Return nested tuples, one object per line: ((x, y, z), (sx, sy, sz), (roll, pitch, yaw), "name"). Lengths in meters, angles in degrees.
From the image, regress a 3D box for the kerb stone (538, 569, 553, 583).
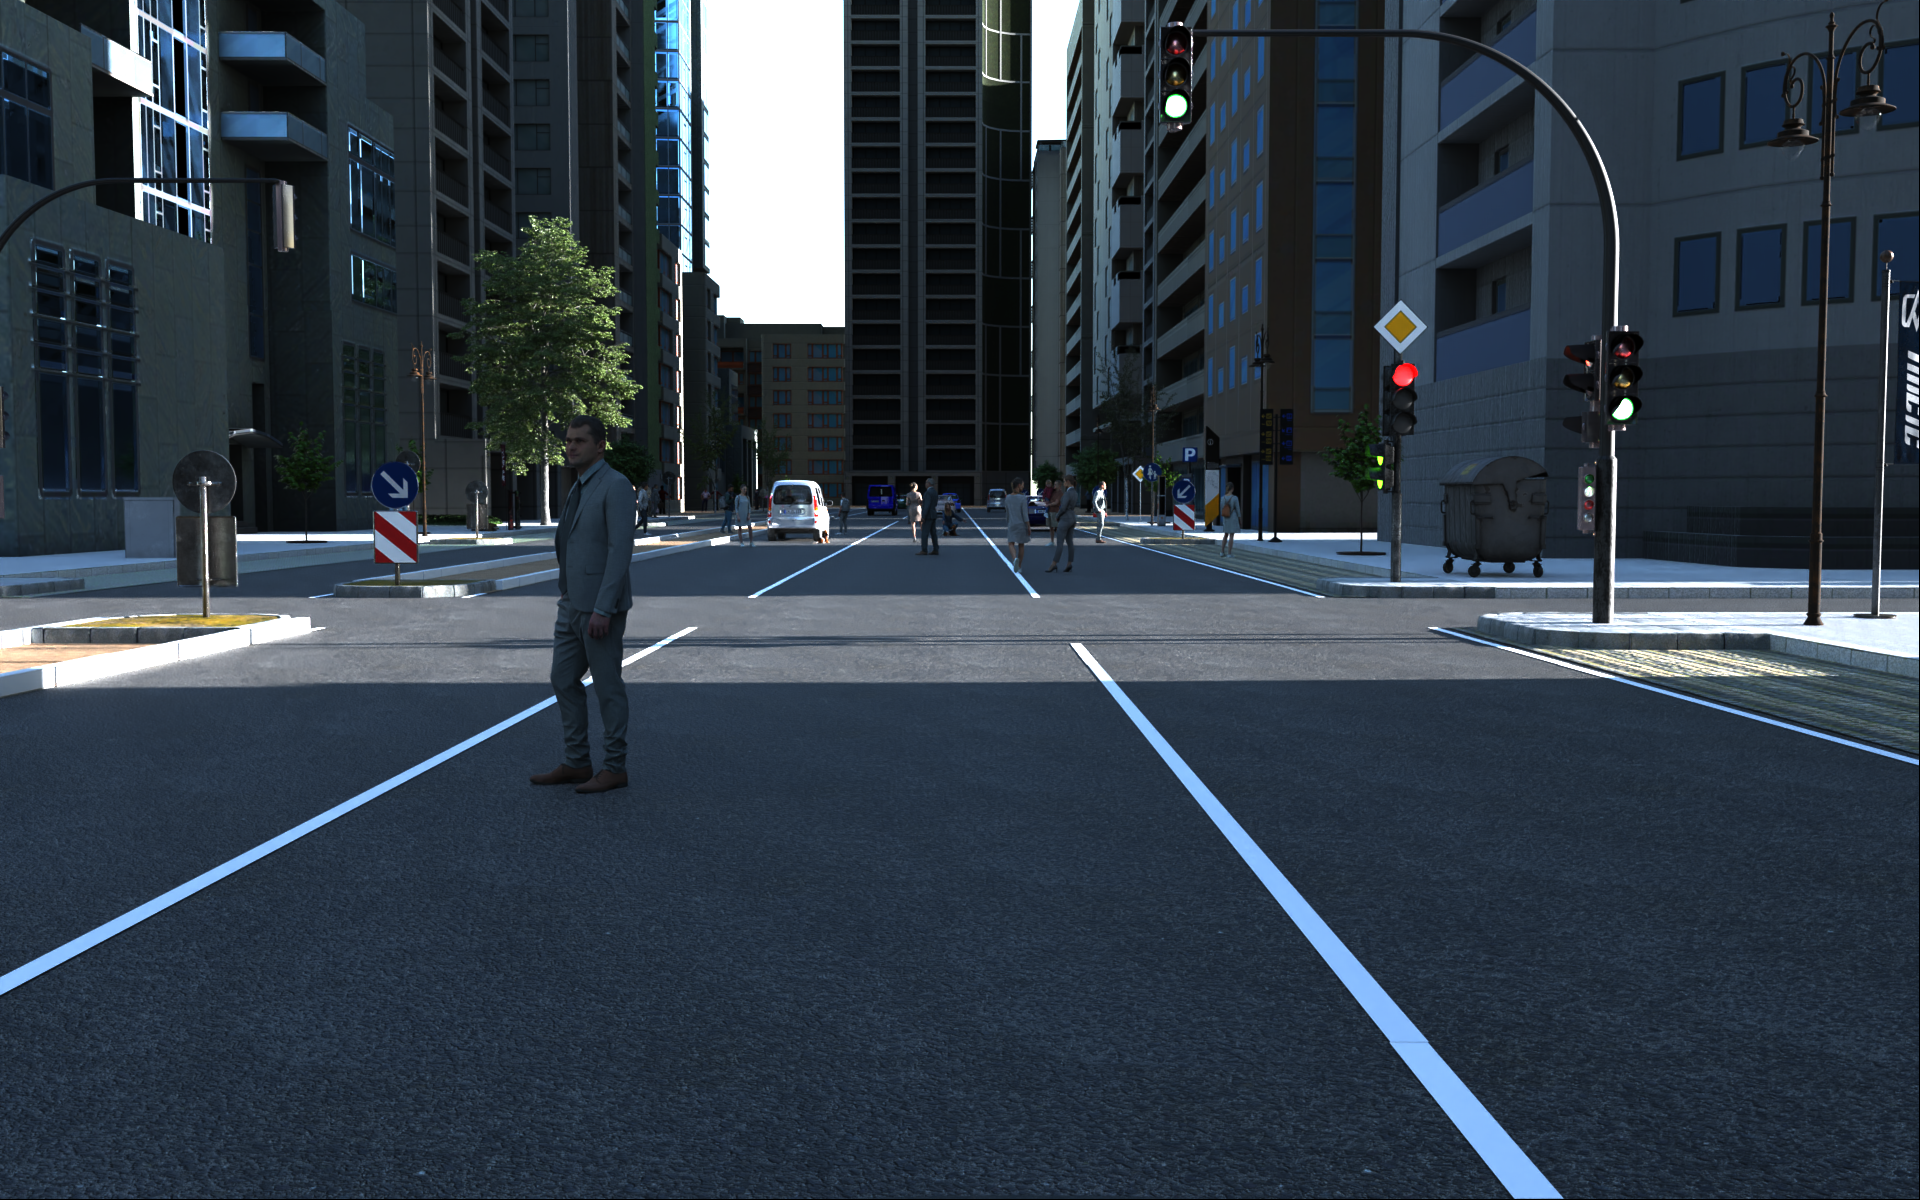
((-6.871, -0.373, 28.288), (0.120, 0.150, 1.000), (0, 4, 0), "kerb stone")

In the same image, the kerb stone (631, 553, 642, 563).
((-6.916, -0.876, 36.521), (0.120, 0.150, 1.000), (0, 4, 0), "kerb stone")

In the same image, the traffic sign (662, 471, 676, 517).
((-16.303, -5.927, 97.006), (0.768, 2.556, 0.104), (0, 4, 6), "traffic sign")

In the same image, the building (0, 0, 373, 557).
((-30.448, -44.980, 48.092), (22.319, 86.520, 31.000), (0, 4, 0), "building")

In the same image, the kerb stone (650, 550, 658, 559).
((-6.926, -0.996, 38.585), (0.120, 0.150, 1.000), (0, 4, 0), "kerb stone")

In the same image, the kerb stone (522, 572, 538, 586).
((-6.863, -0.307, 27.259), (0.120, 0.150, 1.000), (0, 4, 0), "kerb stone")

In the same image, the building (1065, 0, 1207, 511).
((21.219, -32.909, 161.768), (21.300, 48.544, 21.600), (0, 4, 0), "building")

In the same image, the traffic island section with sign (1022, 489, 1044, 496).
((5.801, -7.271, 127.512), (1.989, 1.847, 2.006), (0, 4, 0), "traffic island section with sign")

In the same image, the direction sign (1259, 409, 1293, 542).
((8.414, -3.310, 46.115), (0.876, 3.537, 0.379), (0, 4, 3), "direction sign")

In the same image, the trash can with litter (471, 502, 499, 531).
((-16.421, -2.961, 59.796), (1.055, 1.170, 0.624), (1, 4, 14), "trash can with litter")

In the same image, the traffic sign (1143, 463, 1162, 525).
((7.845, -4.318, 70.704), (0.768, 2.556, 0.104), (0, 4, 7), "traffic sign")

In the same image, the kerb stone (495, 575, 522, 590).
((-6.863, -0.245, 26.237), (0.120, 0.150, 1.000), (0, 4, 0), "kerb stone")

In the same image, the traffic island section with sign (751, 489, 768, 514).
((-14.391, -7.234, 126.911), (1.989, 1.847, 2.006), (0, 4, 0), "traffic island section with sign")

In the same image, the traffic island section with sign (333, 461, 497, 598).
((-7.889, -1.022, 24.842), (2.006, 1.907, 1.989), (0, 4, 0), "traffic island section with sign")

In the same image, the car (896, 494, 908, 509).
((-4.993, -8.331, 148.002), (2.131, 1.459, 4.920), (0, 4, 0), "car")

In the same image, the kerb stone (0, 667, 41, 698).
((-6.796, 0.600, 12.384), (0.120, 0.150, 1.000), (0, 4, 0), "kerb stone")

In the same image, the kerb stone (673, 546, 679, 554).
((-6.950, -1.190, 41.651), (0.120, 0.150, 1.000), (0, 4, 0), "kerb stone")

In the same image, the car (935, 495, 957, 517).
((-1.211, -5.858, 108.135), (2.083, 1.381, 4.827), (0, 4, -1), "car")

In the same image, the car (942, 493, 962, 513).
((-0.806, -7.683, 135.205), (1.945, 1.707, 3.694), (0, 4, -2), "car")

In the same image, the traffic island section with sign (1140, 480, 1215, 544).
((6.243, -2.528, 49.968), (1.989, 1.847, 2.006), (0, 4, 0), "traffic island section with sign")

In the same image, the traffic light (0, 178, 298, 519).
((-12.035, -3.082, 25.064), (4.771, 5.953, 1.251), (0, 4, 0), "traffic light")

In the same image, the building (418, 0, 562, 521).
((-31.224, -39.543, 84.772), (20.563, 71.187, 20.611), (0, 4, 0), "building")

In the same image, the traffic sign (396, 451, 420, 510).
((-16.176, -3.097, 50.739), (0.768, 2.556, 0.104), (0, 4, 7), "traffic sign")

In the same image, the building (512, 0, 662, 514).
((-26.717, -25.878, 106.707), (14.154, 41.232, 14.086), (0, 4, 0), "building")

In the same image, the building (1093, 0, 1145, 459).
((25.016, -33.498, 136.928), (28.713, 52.752, 27.495), (0, 4, 0), "building")

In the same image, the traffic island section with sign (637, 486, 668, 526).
((-14.137, -4.206, 77.392), (1.989, 1.847, 2.006), (0, 4, 0), "traffic island section with sign")

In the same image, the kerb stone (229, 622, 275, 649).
((-6.805, 0.349, 16.484), (0.120, 0.150, 1.000), (0, 4, 0), "kerb stone")

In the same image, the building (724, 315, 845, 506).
((-27.026, -21.773, 201.020), (28.899, 21.520, 27.650), (0, 4, 0), "building")

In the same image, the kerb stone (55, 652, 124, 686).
((-6.794, 0.537, 13.409), (0.120, 0.150, 1.000), (0, 4, 0), "kerb stone")

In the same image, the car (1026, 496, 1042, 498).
((3.290, -4.025, 78.177), (2.083, 1.381, 4.827), (0, 4, -1), "car")

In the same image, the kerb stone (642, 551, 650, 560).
((-6.915, -0.939, 37.554), (0.120, 0.150, 1.000), (0, 4, 0), "kerb stone")

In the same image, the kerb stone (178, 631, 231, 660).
((-6.801, 0.416, 15.463), (0.120, 0.150, 1.000), (0, 4, 0), "kerb stone")

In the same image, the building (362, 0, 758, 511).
((-35.755, -51.828, 160.066), (31.000, 86.520, 22.319), (0, 4, 0), "building")

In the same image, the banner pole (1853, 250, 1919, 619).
((9.735, -1.707, 17.928), (0.863, 3.779, 0.401), (-1, 4, -11), "banner pole")

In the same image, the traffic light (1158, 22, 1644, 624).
((4.287, -2.590, 17.008), (4.771, 5.953, 1.251), (0, 4, 0), "traffic light")

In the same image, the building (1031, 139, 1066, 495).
((15.258, -31.190, 193.542), (14.086, 41.232, 14.154), (0, 4, 0), "building")

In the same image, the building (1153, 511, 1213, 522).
((21.971, -28.455, 88.942), (21.300, 48.544, 21.600), (0, 4, 0), "building")

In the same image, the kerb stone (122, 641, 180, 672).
((-6.803, 0.482, 14.431), (0.120, 0.150, 1.000), (0, 4, 0), "kerb stone")

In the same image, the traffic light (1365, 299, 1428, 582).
((6.335, -2.216, 25.146), (0.839, 4.253, 0.868), (0, 4, 0), "traffic light")

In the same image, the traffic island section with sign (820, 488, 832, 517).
((-8.313, -5.617, 99.980), (2.006, 1.907, 1.989), (0, 4, 0), "traffic island section with sign")

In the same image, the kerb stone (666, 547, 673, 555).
((-6.940, -1.127, 40.629), (0.120, 0.150, 1.000), (0, 4, 0), "kerb stone")

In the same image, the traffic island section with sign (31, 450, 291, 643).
((-7.858, -0.569, 17.435), (2.006, 1.907, 1.989), (0, 4, 0), "traffic island section with sign")

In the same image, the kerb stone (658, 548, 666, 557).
((-6.935, -1.065, 39.606), (0.120, 0.150, 1.000), (0, 4, 0), "kerb stone")

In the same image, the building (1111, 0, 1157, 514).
((21.123, -41.228, 112.335), (20.563, 71.187, 20.611), (0, 4, 0), "building")

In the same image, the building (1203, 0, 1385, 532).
((16.973, -25.263, 63.161), (14.600, 45.320, 14.200), (0, 4, 0), "building")

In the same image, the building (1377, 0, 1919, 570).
((25.584, -30.293, 37.297), (28.212, 58.520, 21.231), (0, 4, 0), "building")

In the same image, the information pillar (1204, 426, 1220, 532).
((8.631, -4.158, 59.336), (0.504, 3.616, 0.183), (-1, 4, -11), "information pillar")

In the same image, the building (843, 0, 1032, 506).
((-2.245, -46.272, 194.794), (20.611, 71.187, 20.563), (0, 4, 0), "building")

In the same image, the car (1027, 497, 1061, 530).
((3.172, -3.379, 67.826), (1.945, 1.354, 3.894), (0, 4, 0), "car")

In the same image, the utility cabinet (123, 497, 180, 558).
((-16.248, -1.450, 34.865), (1.020, 1.237, 0.306), (0, 4, 1), "utility cabinet")

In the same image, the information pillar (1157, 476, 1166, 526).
((8.041, -3.952, 69.105), (0.304, 2.012, 0.304), (0, 4, -4), "information pillar")

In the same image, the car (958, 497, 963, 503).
((-0.836, -8.402, 149.173), (2.131, 1.459, 4.920), (0, 4, 0), "car")

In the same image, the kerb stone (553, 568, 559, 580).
((-6.874, -0.435, 29.316), (0.120, 0.150, 1.000), (0, 4, 0), "kerb stone")

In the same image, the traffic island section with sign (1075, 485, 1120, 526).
((6.089, -4.219, 77.602), (1.989, 1.847, 2.006), (0, 4, 0), "traffic island section with sign")

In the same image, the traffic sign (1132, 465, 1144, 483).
((8.230, -4.837, 78.826), (0.795, 2.593, 0.064), (0, 4, 8), "traffic sign")

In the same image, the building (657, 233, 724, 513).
((-33.640, -17.397, 129.476), (27.650, 21.520, 28.899), (0, 4, 0), "building")

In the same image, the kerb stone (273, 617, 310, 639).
((-6.816, 0.287, 17.506), (0.120, 0.150, 1.000), (0, 4, 0), "kerb stone")

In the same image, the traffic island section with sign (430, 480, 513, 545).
((-13.976, -2.516, 49.757), (1.989, 1.847, 2.006), (0, 4, 0), "traffic island section with sign")
